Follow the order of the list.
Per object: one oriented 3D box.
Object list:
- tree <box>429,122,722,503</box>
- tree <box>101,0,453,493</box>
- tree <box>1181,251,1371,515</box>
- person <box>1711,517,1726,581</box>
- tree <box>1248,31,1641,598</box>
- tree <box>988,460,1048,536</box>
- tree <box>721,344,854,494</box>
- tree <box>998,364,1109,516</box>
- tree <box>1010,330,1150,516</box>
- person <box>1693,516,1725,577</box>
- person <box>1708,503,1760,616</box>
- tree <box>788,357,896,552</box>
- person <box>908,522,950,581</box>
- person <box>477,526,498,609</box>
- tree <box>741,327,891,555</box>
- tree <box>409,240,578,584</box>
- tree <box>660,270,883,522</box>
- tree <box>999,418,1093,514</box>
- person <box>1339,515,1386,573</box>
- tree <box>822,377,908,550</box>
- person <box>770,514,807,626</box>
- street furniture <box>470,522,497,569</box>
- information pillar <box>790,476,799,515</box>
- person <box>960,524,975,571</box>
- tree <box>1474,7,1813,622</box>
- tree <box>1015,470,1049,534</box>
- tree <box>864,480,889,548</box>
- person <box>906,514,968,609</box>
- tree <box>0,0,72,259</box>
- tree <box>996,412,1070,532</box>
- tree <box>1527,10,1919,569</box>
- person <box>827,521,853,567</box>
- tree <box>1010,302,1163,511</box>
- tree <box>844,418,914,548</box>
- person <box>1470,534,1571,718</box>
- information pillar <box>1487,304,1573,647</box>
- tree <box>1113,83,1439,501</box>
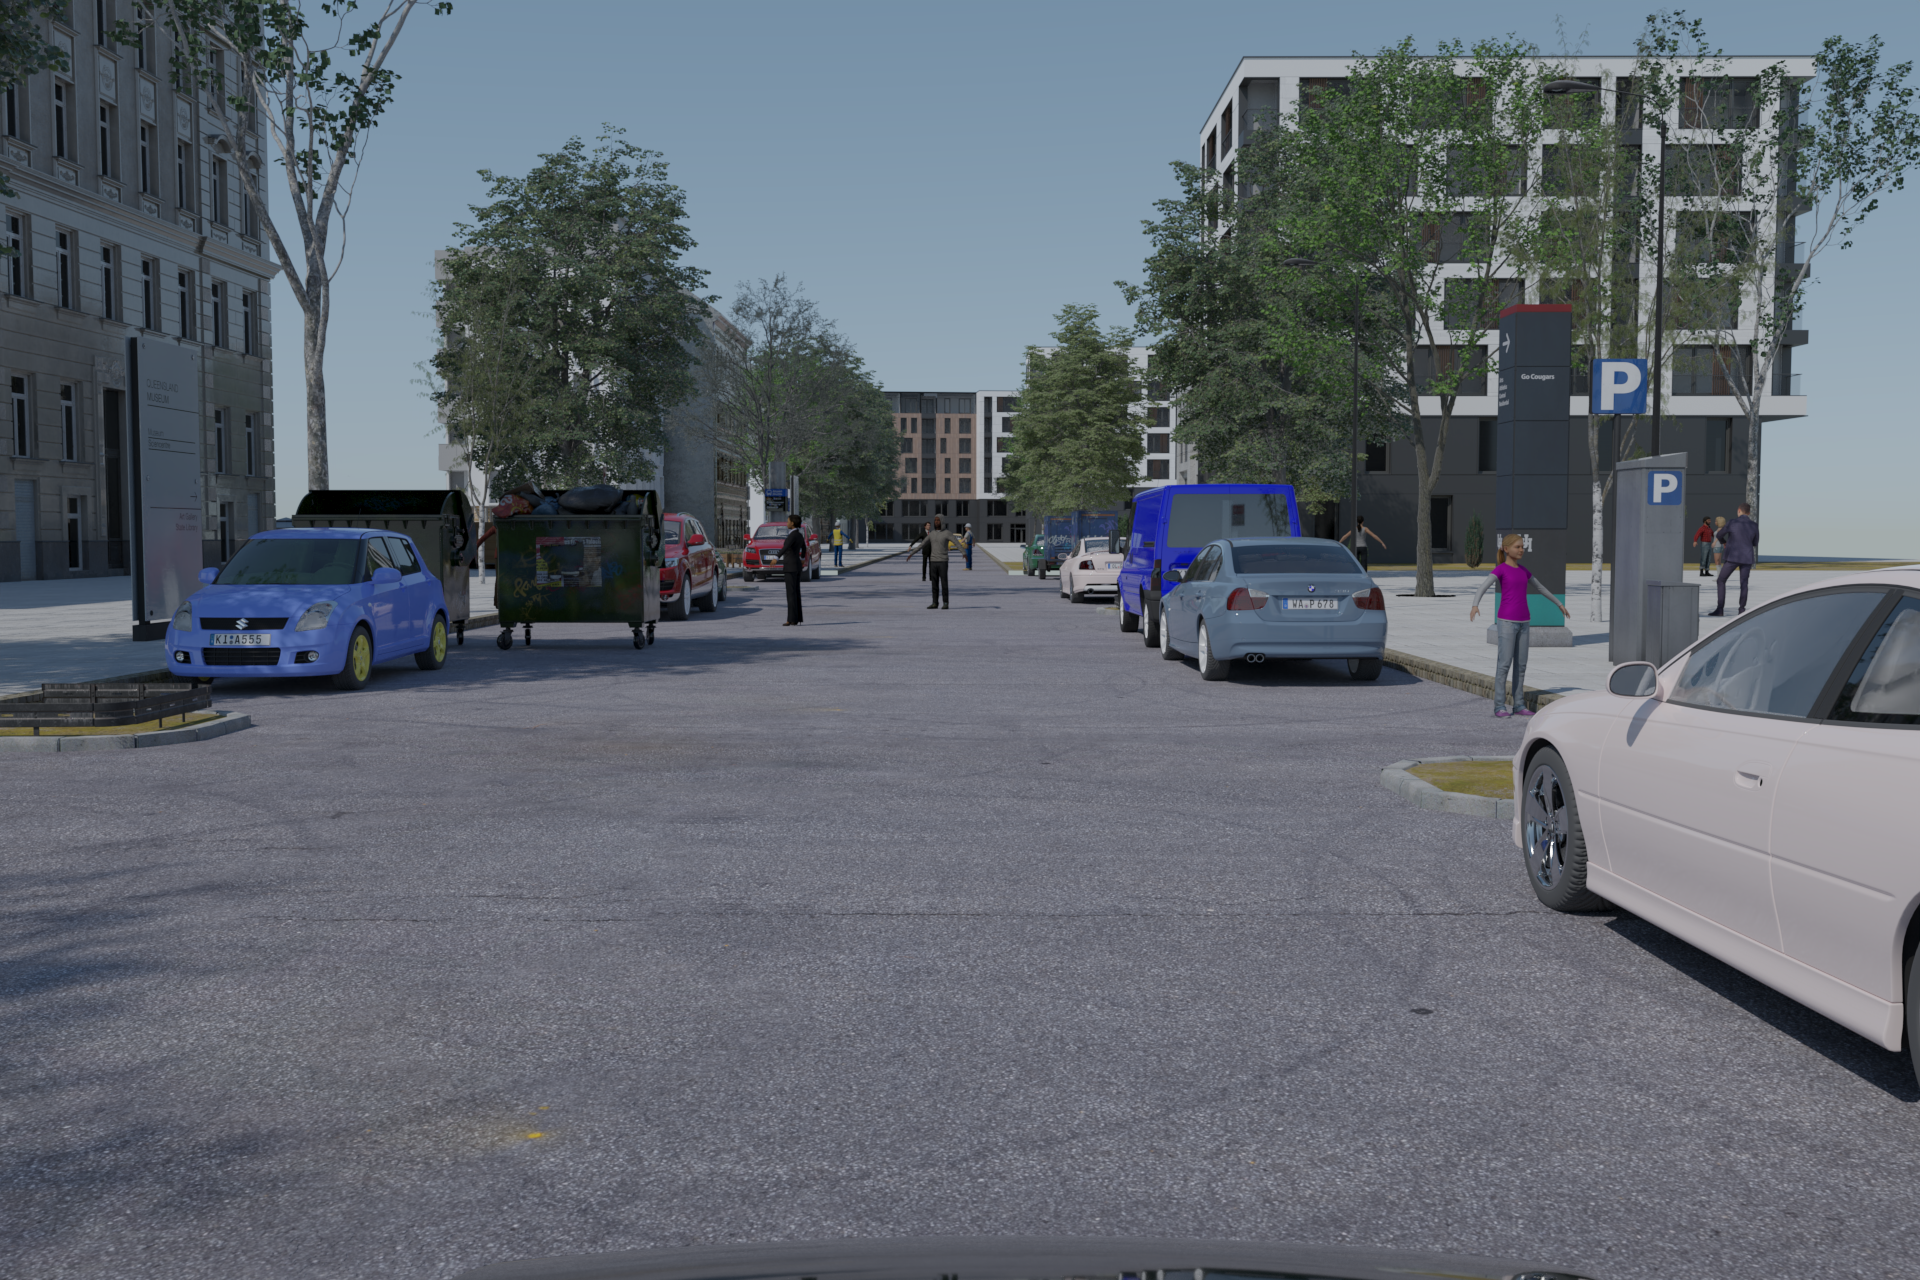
[{"bbox_3d":[-12.442,-9.058,54.749,9.857,13.997,8.962,0,3,0],"label":"tree"},{"bbox_3d":[-13.377,-10.731,31.342,12.611,20.169,13.585,0,3,0],"label":"tree"},{"bbox_3d":[12.334,-9.187,68.331,7.486,12.596,7.792,0,3,0],"label":"tree"},{"bbox_3d":[20.490,-2.469,46.973,0.721,1.753,1.214,2,4,27],"label":"person"},{"bbox_3d":[9.626,-6.692,35.168,9.928,11.665,9.643,0,3,0],"label":"tree"},{"bbox_3d":[6.744,-13.572,156.306,8.767,10.594,7.601,-1,4,-10],"label":"tree"},{"bbox_3d":[-9.212,-10.316,94.420,9.928,11.665,9.643,0,3,0],"label":"tree"},{"bbox_3d":[6.081,-10.970,105.108,9.928,11.665,9.643,0,3,0],"label":"tree"},{"bbox_3d":[6.599,-10.853,95.566,7.486,12.596,7.792,0,3,0],"label":"tree"},{"bbox_3d":[22.507,-2.818,52.188,1.345,1.816,0.704,-2,4,-29],"label":"person"},{"bbox_3d":[12.082,-1.258,27.058,0.683,1.767,0.568,0,4,4],"label":"person"},{"bbox_3d":[-9.292,-13.360,125.084,9.857,13.997,8.962,0,3,0],"label":"tree"},{"bbox_3d":[-0.965,-2.692,52.655,1.347,1.806,0.705,-1,4,-19],"label":"person"},{"bbox_3d":[-7.756,-1.395,29.620,1.215,1.729,0.721,0,4,3],"label":"person"},{"bbox_3d":[-8.863,-12.162,105.510,9.857,13.997,8.962,0,3,0],"label":"tree"},{"bbox_3d":[-12.386,-5.728,44.017,4.360,8.622,3.978,0,3,0],"label":"tree"},{"bbox_3d":[-8.968,-10.453,81.282,12.009,13.543,11.850,0,3,0],"label":"tree"},{"bbox_3d":[6.097,-11.254,118.419,7.601,10.594,8.767,-2,4,-26],"label":"tree"},{"bbox_3d":[9.823,-2.179,42.438,1.217,1.737,0.721,2,4,25],"label":"person"},{"bbox_3d":[-8.818,-14.323,140.839,9.857,13.997,8.962,0,3,0],"label":"tree"},{"bbox_3d":[-2.675,-1.094,27.073,0.721,1.740,1.216,1,4,17],"label":"person"},{"bbox_3d":[-16.132,-3.650,66.532,9.812,1.723,11.010,1,4,17],"label":"street furniture"},{"bbox_3d":[-6.708,-4.827,70.241,0.184,3.620,1.656,0,4,0],"label":"information pillar"},{"bbox_3d":[0.310,-3.663,68.203,0.705,1.847,1.347,2,4,28],"label":"person"},{"bbox_3d":[9.134,-4.576,25.174,4.360,8.622,3.978,0,3,0],"label":"tree"},{"bbox_3d":[6.854,-11.517,138.661,4.360,8.622,3.978,0,3,0],"label":"tree"},{"bbox_3d":[-8.503,-13.021,163.253,4.737,8.622,4.395,0,3,0],"label":"tree"},{"bbox_3d":[-0.401,-1.493,32.995,1.348,1.813,0.705,2,4,30],"label":"person"},{"bbox_3d":[-12.159,-6.567,14.033,9.857,13.997,8.962,0,3,0],"label":"tree"},{"bbox_3d":[6.836,-13.938,146.012,7.486,12.596,7.792,0,3,0],"label":"tree"},{"bbox_3d":[27.823,-12.709,63.681,12.611,20.169,13.585,0,3,0],"label":"tree"},{"bbox_3d":[-4.714,-3.746,67.709,1.216,1.772,0.721,2,4,30],"label":"person"},{"bbox_3d":[6.139,-10.243,85.597,7.486,12.596,7.792,0,3,0],"label":"tree"},{"bbox_3d":[-9.205,-14.968,155.090,12.009,13.543,11.850,0,3,0],"label":"tree"},{"bbox_3d":[4.361,-0.110,13.528,0.991,1.433,0.599,-2,4,-25],"label":"person"},{"bbox_3d":[6.561,-1.865,19.867,0.750,3.857,0.750,0,4,1],"label":"information pillar"},{"bbox_3d":[9.379,-8.830,51.026,9.857,13.997,8.962,0,3,0],"label":"tree"}]
